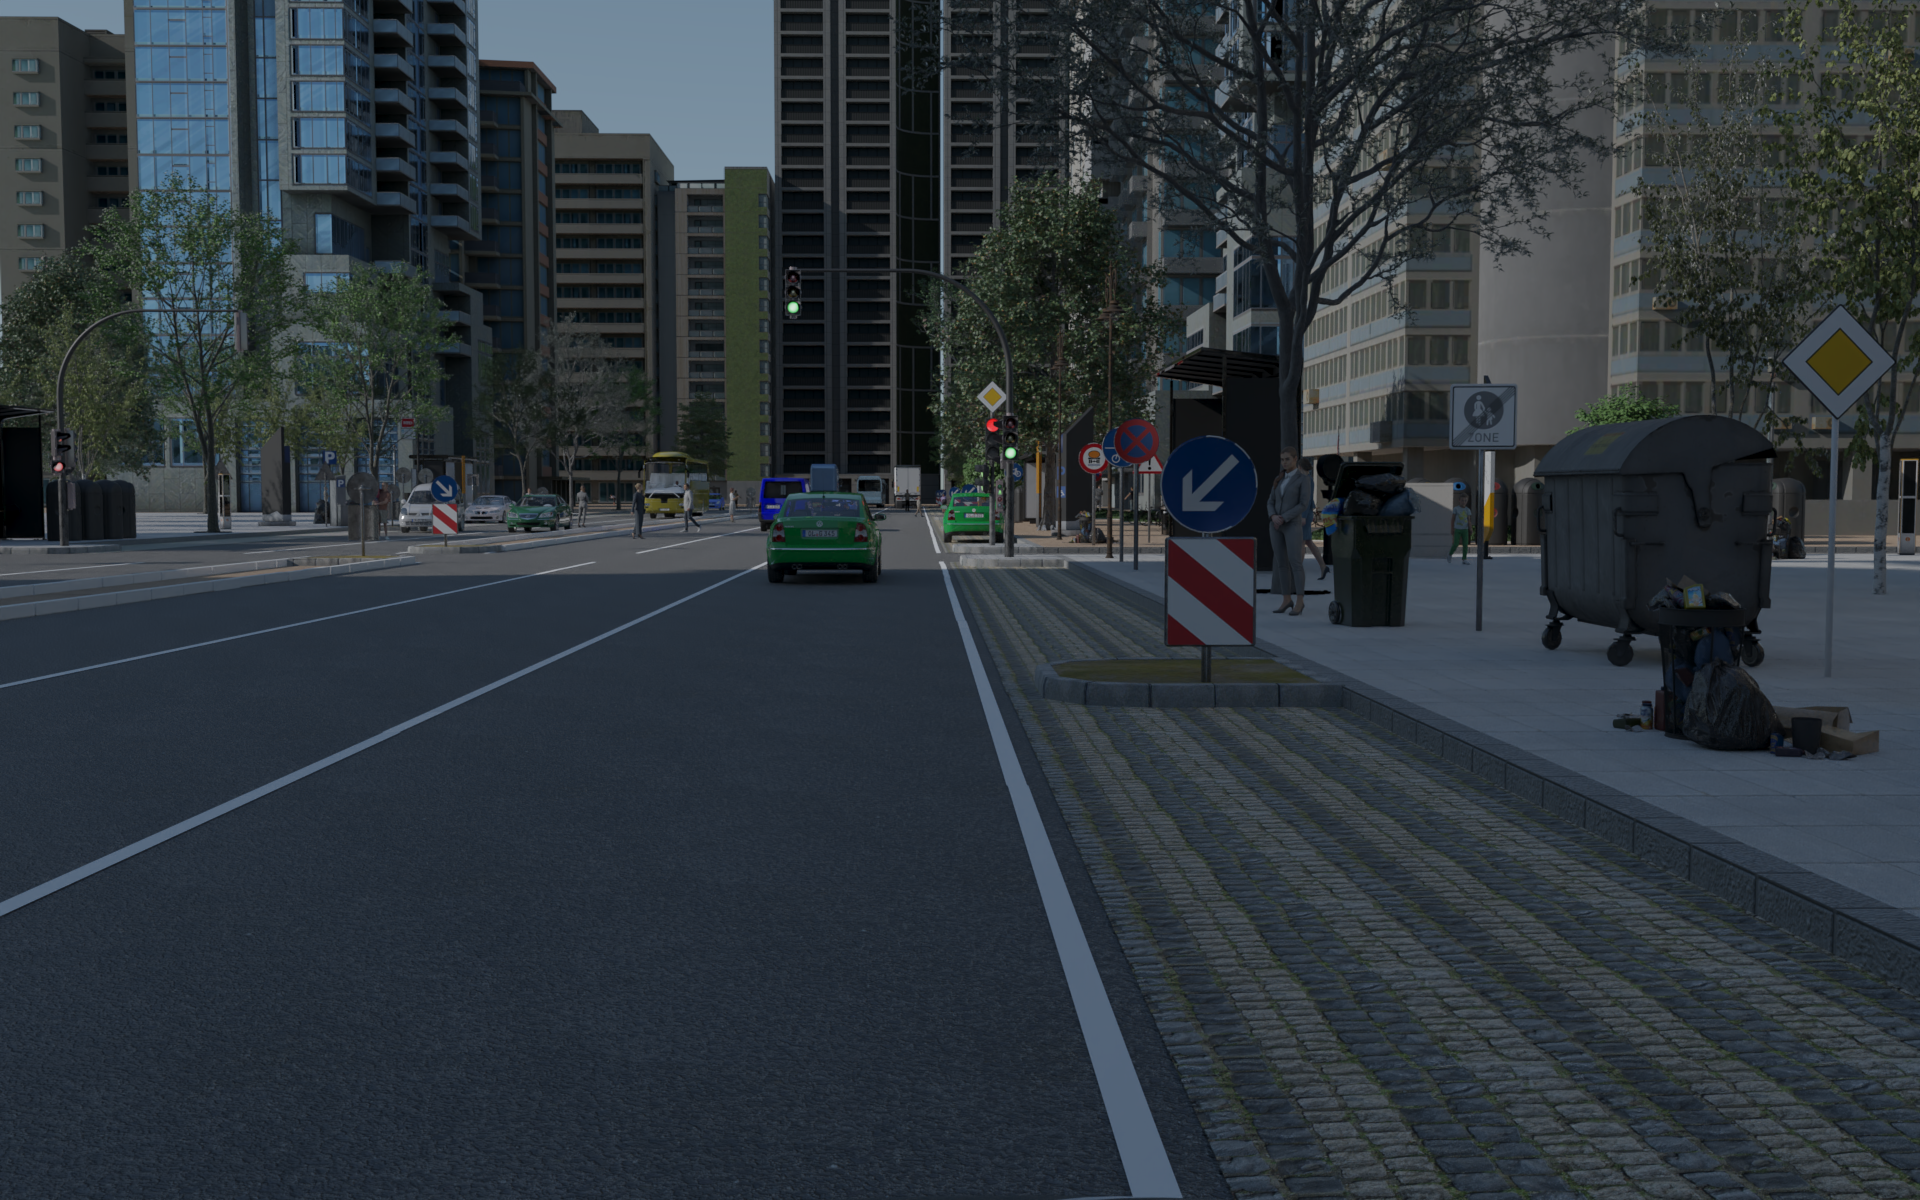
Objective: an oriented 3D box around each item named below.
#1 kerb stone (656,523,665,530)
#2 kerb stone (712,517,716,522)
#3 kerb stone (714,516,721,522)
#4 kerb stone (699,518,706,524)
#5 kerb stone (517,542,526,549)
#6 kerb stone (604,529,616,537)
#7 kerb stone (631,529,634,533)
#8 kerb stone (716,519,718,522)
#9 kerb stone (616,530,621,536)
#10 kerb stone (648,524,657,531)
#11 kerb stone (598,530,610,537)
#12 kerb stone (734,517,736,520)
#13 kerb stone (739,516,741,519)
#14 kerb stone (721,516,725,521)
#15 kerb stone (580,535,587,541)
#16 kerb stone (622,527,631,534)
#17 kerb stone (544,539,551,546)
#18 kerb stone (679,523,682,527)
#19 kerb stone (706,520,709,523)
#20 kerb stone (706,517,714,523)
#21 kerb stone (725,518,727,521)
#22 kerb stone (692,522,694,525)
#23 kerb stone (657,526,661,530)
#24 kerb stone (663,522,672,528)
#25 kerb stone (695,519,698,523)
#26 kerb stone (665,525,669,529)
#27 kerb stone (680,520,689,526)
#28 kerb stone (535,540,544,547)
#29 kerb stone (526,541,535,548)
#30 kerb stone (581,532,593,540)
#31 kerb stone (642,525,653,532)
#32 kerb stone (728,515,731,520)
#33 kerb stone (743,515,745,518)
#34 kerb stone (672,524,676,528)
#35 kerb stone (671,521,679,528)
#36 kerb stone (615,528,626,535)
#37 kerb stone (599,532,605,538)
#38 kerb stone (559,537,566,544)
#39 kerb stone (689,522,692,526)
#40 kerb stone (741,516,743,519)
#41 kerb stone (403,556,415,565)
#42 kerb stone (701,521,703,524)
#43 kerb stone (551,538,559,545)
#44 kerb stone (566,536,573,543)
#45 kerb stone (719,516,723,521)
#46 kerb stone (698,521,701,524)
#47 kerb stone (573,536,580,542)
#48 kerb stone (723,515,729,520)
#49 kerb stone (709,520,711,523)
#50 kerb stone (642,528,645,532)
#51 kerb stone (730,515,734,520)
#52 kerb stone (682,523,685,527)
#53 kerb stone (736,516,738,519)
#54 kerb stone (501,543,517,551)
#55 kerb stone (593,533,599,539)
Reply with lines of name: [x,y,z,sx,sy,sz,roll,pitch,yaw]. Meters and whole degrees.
kerb stone: [-12.101,-2.902,69.644,0.120,0.150,1.000,0,4,-1]
kerb stone: [-12.514,-3.968,87.066,0.120,0.150,1.000,0,4,-1]
kerb stone: [-12.555,-4.091,89.110,0.120,0.150,1.000,0,4,-1]
kerb stone: [-12.403,-3.717,82.971,0.120,0.150,1.000,0,4,-1]
kerb stone: [-11.519,-1.396,45.047,0.120,0.150,1.000,0,4,-1]
kerb stone: [-11.834,-2.212,58.367,0.120,0.150,1.000,0,4,-1]
kerb stone: [-11.928,-2.463,62.472,0.120,0.150,1.000,0,4,-1]
kerb stone: [-12.537,-4.030,88.088,0.120,0.150,1.000,0,4,-1]
kerb stone: [-11.858,-2.275,59.389,0.120,0.150,1.000,0,4,-1]
kerb stone: [-12.054,-2.776,67.590,0.120,0.150,1.000,0,4,-1]
kerb stone: [-11.813,-2.150,57.345,0.120,0.150,1.000,0,4,-1]
kerb stone: [-12.730,-4.531,96.296,0.120,0.150,1.000,0,4,-1]
kerb stone: [-12.797,-4.717,99.365,0.120,0.150,1.000,0,4,-1]
kerb stone: [-12.602,-4.218,91.167,0.120,0.150,1.000,0,4,-1]
kerb stone: [-11.707,-1.899,53.238,0.120,0.150,1.000,0,4,-1]
kerb stone: [-11.904,-2.401,61.445,0.120,0.150,1.000,0,4,-1]
kerb stone: [-11.591,-1.586,48.123,0.120,0.150,1.000,0,4,-1]
kerb stone: [-12.225,-3.215,74.763,0.120,0.150,1.000,0,4,-1]
kerb stone: [-12.435,-3.770,83.993,0.120,0.150,1.000,0,4,-1]
kerb stone: [-12.487,-3.905,86.044,0.120,0.150,1.000,0,4,-1]
kerb stone: [-12.628,-4.277,92.191,0.120,0.150,1.000,0,4,-1]
kerb stone: [-12.321,-3.461,78.863,0.120,0.150,1.000,0,4,-1]
kerb stone: [-12.080,-2.840,68.622,0.120,0.150,1.000,0,4,-1]
kerb stone: [-12.149,-3.022,71.689,0.120,0.150,1.000,0,4,-1]
kerb stone: [-12.345,-3.524,79.895,0.120,0.150,1.000,0,4,-1]
kerb stone: [-12.119,-2.965,70.666,0.120,0.150,1.000,0,4,-1]
kerb stone: [-12.270,-3.339,76.819,0.120,0.150,1.000,0,4,-1]
kerb stone: [-11.563,-1.523,47.096,0.120,0.150,1.000,0,4,-1]
kerb stone: [-11.544,-1.451,46.074,0.120,0.150,1.000,0,4,-1]
kerb stone: [-11.733,-1.962,54.272,0.120,0.150,1.000,0,4,-1]
kerb stone: [-12.032,-2.714,66.565,0.120,0.150,1.000,0,4,-1]
kerb stone: [-12.680,-4.404,94.252,0.120,0.150,1.000,0,4,-1]
kerb stone: [-12.849,-4.845,101.417,0.120,0.150,1.000,0,4,-1]
kerb stone: [-12.177,-3.090,72.713,0.120,0.150,1.000,0,4,-1]
kerb stone: [-12.191,-3.152,73.737,0.120,0.150,1.000,0,4,-1]
kerb stone: [-11.880,-2.335,60.415,0.120,0.150,1.000,0,4,-1]
kerb stone: [-11.787,-2.087,56.322,0.120,0.150,1.000,0,4,-1]
kerb stone: [-11.639,-1.705,50.170,0.120,0.150,1.000,0,4,-1]
kerb stone: [-12.291,-3.396,77.841,0.120,0.150,1.000,0,4,-1]
kerb stone: [-12.830,-4.783,100.392,0.120,0.150,1.000,0,4,-1]
kerb stone: [-11.277,-0.795,35.208,0.120,0.150,1.000,0,4,-1]
kerb stone: [-12.397,-3.652,81.949,0.120,0.150,1.000,0,4,-1]
kerb stone: [-11.624,-1.648,49.147,0.120,0.150,1.000,0,4,-1]
kerb stone: [-11.665,-1.774,51.194,0.120,0.150,1.000,0,4,-1]
kerb stone: [-12.586,-4.155,90.136,0.120,0.150,1.000,0,4,-1]
kerb stone: [-12.358,-3.592,80.923,0.120,0.150,1.000,0,4,-1]
kerb stone: [-11.694,-1.836,52.216,0.120,0.150,1.000,0,4,-1]
kerb stone: [-12.658,-4.344,93.217,0.120,0.150,1.000,0,4,-1]
kerb stone: [-12.456,-3.843,85.022,0.120,0.150,1.000,0,4,-1]
kerb stone: [-11.979,-2.588,64.516,0.120,0.150,1.000,0,4,-1]
kerb stone: [-12.706,-4.470,95.274,0.120,0.150,1.000,0,4,-1]
kerb stone: [-12.243,-3.278,75.785,0.120,0.150,1.000,0,4,-1]
kerb stone: [-12.754,-4.595,97.318,0.120,0.150,1.000,0,4,-1]
kerb stone: [-11.495,-1.333,44.025,0.120,0.150,1.000,0,4,-1]
kerb stone: [-11.756,-2.019,55.294,0.120,0.150,1.000,0,4,-1]
